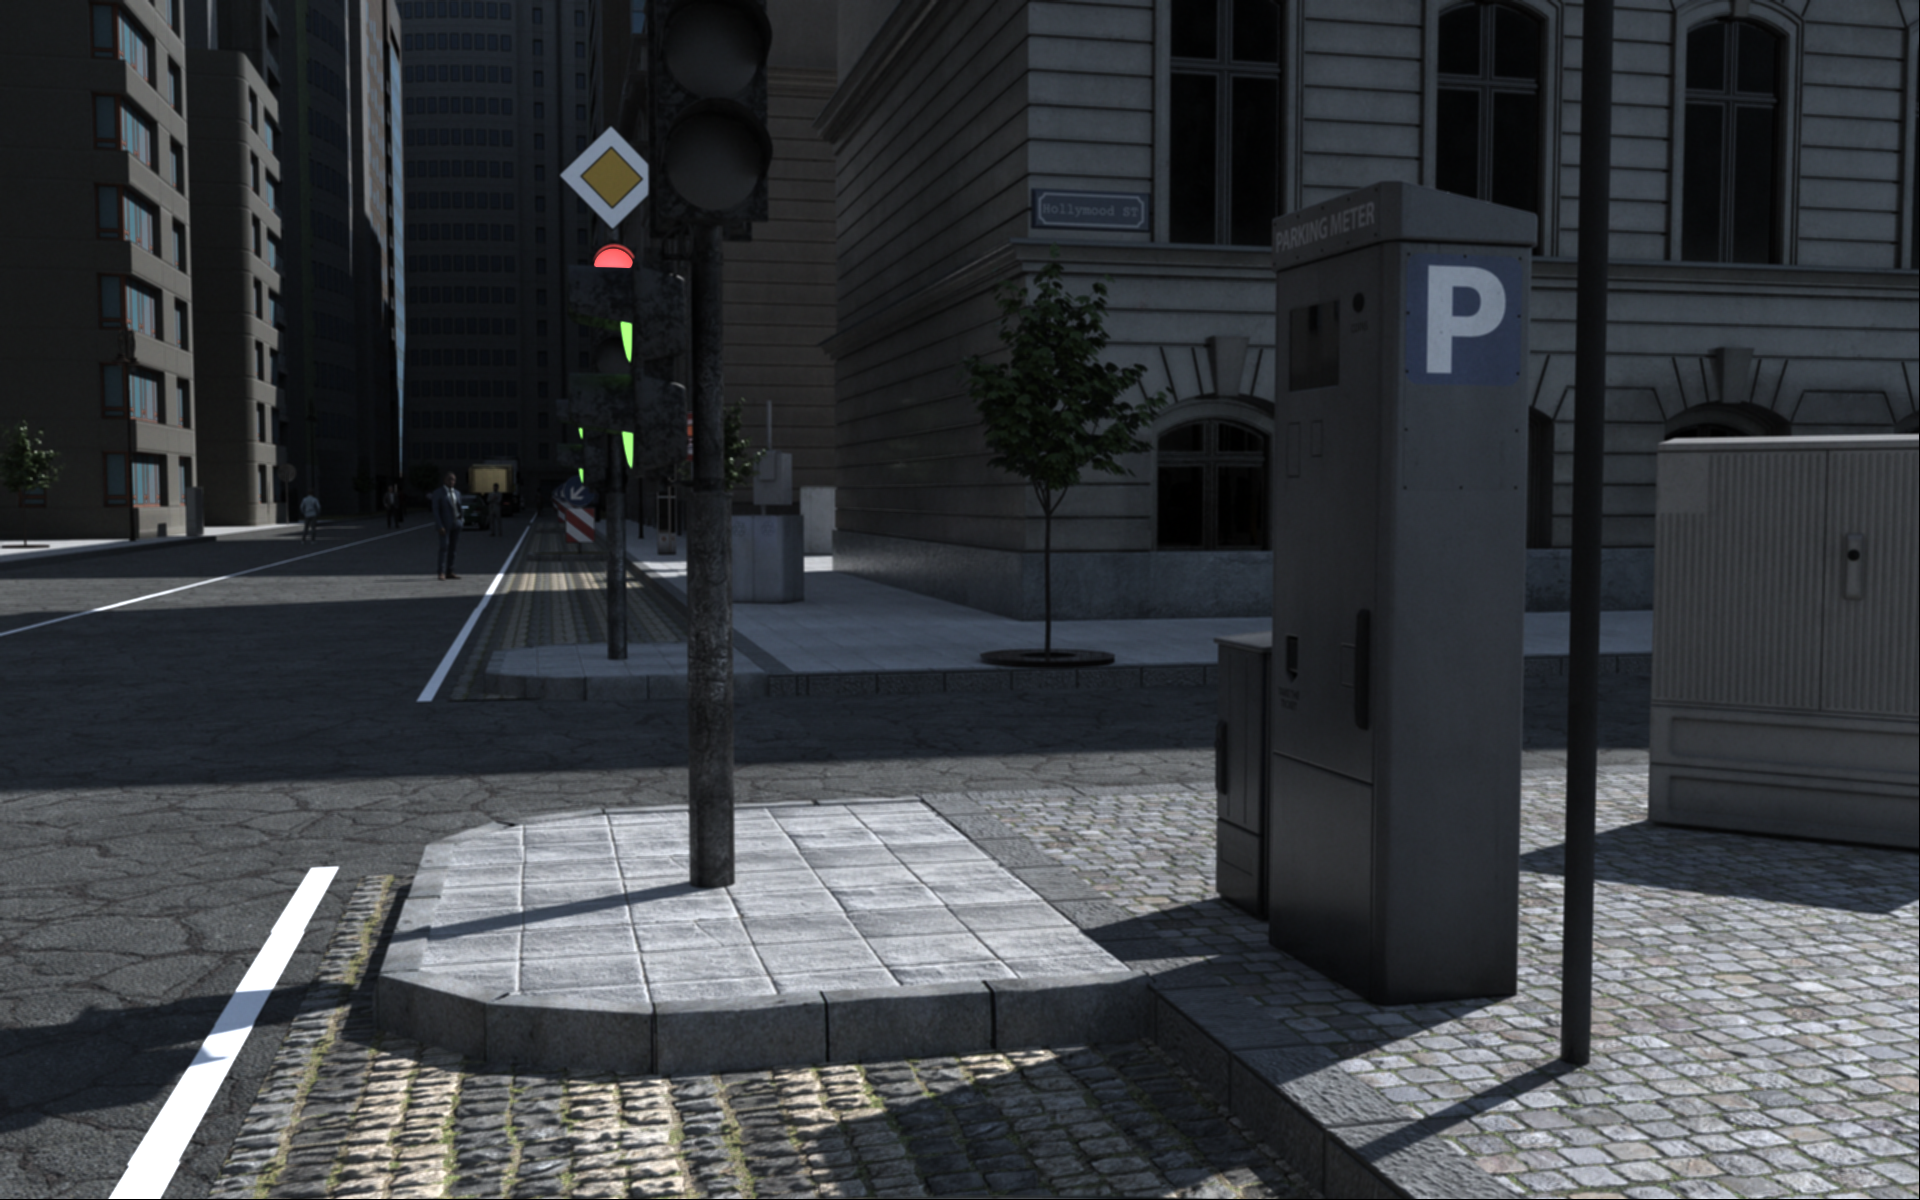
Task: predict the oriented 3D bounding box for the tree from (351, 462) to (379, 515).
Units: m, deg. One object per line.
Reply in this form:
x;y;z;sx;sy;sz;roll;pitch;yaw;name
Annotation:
-36.361;-6.807;105.900;1.663;3.219;1.824;0;3;0;tree

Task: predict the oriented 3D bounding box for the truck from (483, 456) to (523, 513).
-35.453;-8.900;134.431;2.839;4.237;11.283;-1;4;-13;truck

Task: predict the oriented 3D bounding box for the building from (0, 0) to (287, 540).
-40.119;-13.112;59.423;27.650;21.520;28.899;-1;4;-13;building

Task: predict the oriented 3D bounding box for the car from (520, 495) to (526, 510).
-39.945;-8.735;155.184;2.083;1.381;4.827;-1;4;-15;car

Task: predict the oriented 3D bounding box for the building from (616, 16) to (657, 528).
-8.451;-14.375;76.830;13.314;21.916;24.055;-1;4;-13;building

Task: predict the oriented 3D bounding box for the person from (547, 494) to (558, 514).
-29.172;-6.894;124.400;0.628;1.438;0.799;2;4;30;person

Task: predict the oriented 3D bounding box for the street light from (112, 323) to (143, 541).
-22.572;-4.543;47.071;0.468;5.910;1.993;-1;4;-13;street light

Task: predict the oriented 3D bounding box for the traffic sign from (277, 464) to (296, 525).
-28.194;-4.431;72.555;0.768;2.556;0.104;-1;4;-10;traffic sign

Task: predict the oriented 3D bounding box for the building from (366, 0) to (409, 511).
-54.986;-30.371;146.677;14.200;45.320;14.600;-1;4;-13;building

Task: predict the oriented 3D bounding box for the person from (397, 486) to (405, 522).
-28.393;-4.846;87.688;0.705;1.831;1.348;0;4;6;person

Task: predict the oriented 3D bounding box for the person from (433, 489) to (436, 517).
-32.669;-6.080;108.437;0.750;1.759;0.617;1;4;10;person

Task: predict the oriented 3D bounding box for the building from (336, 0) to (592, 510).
-47.009;-38.845;177.109;28.212;58.520;21.231;-1;4;-13;building

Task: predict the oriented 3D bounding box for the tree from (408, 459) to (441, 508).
-49.263;-10.744;159.375;4.285;4.588;4.351;0;3;0;tree

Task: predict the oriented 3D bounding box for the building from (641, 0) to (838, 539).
-2.982;-15.626;52.744;12.463;27.353;25.104;-1;4;-13;building

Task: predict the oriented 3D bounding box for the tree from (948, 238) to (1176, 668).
0.808;-1.137;13.189;1.663;3.219;1.824;0;3;0;tree

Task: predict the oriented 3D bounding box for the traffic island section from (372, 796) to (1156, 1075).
-0.794;1.013;5.712;2.009;0.180;2.903;-1;4;-13;traffic island section

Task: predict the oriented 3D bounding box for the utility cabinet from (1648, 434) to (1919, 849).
3.212;0.138;6.415;1.173;1.500;0.318;2;4;34;utility cabinet

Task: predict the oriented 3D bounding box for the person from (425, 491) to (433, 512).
-41.949;-7.799;136.945;0.756;1.711;0.436;-3;4;-36;person

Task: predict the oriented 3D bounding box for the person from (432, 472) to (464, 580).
-8.623;-1.251;29.143;0.419;1.800;0.721;2;4;26;person

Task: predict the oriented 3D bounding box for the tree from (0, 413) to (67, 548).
-22.306;-2.855;41.283;1.663;3.219;1.824;0;3;0;tree

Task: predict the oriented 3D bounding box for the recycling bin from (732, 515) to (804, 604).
-2.310;-0.492;20.606;0.722;1.027;0.722;1;4;17;recycling bin

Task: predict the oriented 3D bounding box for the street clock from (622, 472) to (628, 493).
-10.991;-3.152;56.103;0.358;2.002;0.471;2;4;30;street clock

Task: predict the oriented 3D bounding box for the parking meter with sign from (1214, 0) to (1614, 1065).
1.177;-0.512;4.626;0.543;3.016;1.738;-1;4;-15;parking meter with sign

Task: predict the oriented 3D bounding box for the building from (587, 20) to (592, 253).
-25.892;-28.814;154.703;14.154;41.232;14.086;-1;4;-13;building

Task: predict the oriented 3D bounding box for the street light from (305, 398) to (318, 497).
-31.130;-6.758;83.280;0.468;5.910;1.993;-1;4;-13;street light

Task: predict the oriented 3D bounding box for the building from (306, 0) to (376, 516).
-49.211;-34.590;107.544;21.231;58.520;28.212;-1;4;-13;building

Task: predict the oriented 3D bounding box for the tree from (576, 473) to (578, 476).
-34.960;-10.014;158.328;1.663;3.219;1.824;0;3;0;tree

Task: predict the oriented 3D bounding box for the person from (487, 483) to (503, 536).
-15.870;-3.083;59.083;0.511;1.800;0.466;0;4;-7;person

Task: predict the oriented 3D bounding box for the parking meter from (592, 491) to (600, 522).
-16.741;-4.354;79.591;0.372;1.533;0.369;0;3;0;parking meter

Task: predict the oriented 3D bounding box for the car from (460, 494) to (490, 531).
-19.804;-3.511;69.202;2.131;1.459;4.920;-1;4;-12;car

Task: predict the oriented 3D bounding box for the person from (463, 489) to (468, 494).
-40.061;-8.053;140.263;1.348;1.812;0.705;0;4;-1;person

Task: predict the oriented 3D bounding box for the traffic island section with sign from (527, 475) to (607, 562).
-8.337;-1.761;37.415;1.989;1.847;2.006;-1;4;-13;traffic island section with sign

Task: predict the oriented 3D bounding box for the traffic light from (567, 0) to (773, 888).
-0.835;-1.019;5.588;0.839;4.253;0.868;-1;4;-13;traffic light

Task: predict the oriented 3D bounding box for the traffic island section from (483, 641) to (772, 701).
-2.642;0.538;13.481;2.009;0.180;2.903;-1;4;-13;traffic island section

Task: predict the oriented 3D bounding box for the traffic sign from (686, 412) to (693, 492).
-4.170;-1.647;27.032;0.768;2.556;0.104;-1;4;-9;traffic sign

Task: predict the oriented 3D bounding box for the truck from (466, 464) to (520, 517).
-29.918;-7.025;110.777;3.469;3.379;9.791;-1;4;-14;truck

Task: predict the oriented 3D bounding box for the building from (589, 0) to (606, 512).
-18.134;-31.428;137.546;21.300;48.544;21.600;-1;4;-13;building

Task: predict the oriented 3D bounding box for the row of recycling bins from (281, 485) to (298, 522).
-31.853;-4.362;78.437;3.534;1.692;1.069;-1;4;-16;row of recycling bins

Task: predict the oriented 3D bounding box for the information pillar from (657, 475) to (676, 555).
-6.213;-1.968;36.662;0.304;2.012;0.304;1;4;16;information pillar

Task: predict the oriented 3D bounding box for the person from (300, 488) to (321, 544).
-18.670;-2.417;49.823;0.589;1.601;0.330;0;4;2;person

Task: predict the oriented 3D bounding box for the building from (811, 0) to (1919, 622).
15.907;-12.630;25.581;34.723;24.649;14.460;-1;4;-13;building

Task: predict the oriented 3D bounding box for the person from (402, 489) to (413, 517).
-35.078;-6.117;109.038;1.217;1.766;0.721;-1;4;-11;person

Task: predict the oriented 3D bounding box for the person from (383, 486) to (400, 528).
-23.833;-3.903;72.712;0.661;1.777;0.834;-3;5;-40;person

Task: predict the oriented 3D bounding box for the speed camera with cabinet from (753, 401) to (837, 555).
-3.329;-2.590;36.684;2.038;3.252;0.660;1;4;17;speed camera with cabinet

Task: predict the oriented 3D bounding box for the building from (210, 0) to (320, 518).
-41.383;-24.748;88.231;14.154;41.232;14.086;-1;4;-13;building

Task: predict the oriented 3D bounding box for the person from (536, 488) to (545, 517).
-26.632;-6.189;109.698;0.705;1.824;1.348;-2;4;-32;person

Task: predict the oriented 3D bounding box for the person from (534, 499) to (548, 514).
-30.604;-7.007;126.323;1.065;1.426;0.557;-1;4;-10;person

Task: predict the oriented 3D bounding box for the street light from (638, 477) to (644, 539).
-9.200;-4.710;49.798;0.468;5.910;1.993;-1;4;-13;street light

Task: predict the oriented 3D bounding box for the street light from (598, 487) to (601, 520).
-17.912;-6.911;85.783;0.468;5.910;1.993;-1;4;-13;street light

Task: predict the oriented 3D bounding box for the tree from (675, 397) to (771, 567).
-4.048;-2.145;29.669;1.663;3.219;1.824;0;3;0;tree

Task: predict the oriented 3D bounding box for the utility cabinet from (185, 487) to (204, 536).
-23.314;-2.694;52.733;0.318;1.500;1.173;-1;4;-14;utility cabinet

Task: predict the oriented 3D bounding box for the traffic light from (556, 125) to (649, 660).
-2.684;-1.495;13.357;0.839;4.253;0.868;-1;4;-13;traffic light

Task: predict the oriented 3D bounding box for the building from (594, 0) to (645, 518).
-13.546;-27.441;98.771;14.600;45.320;14.200;-1;4;-13;building
